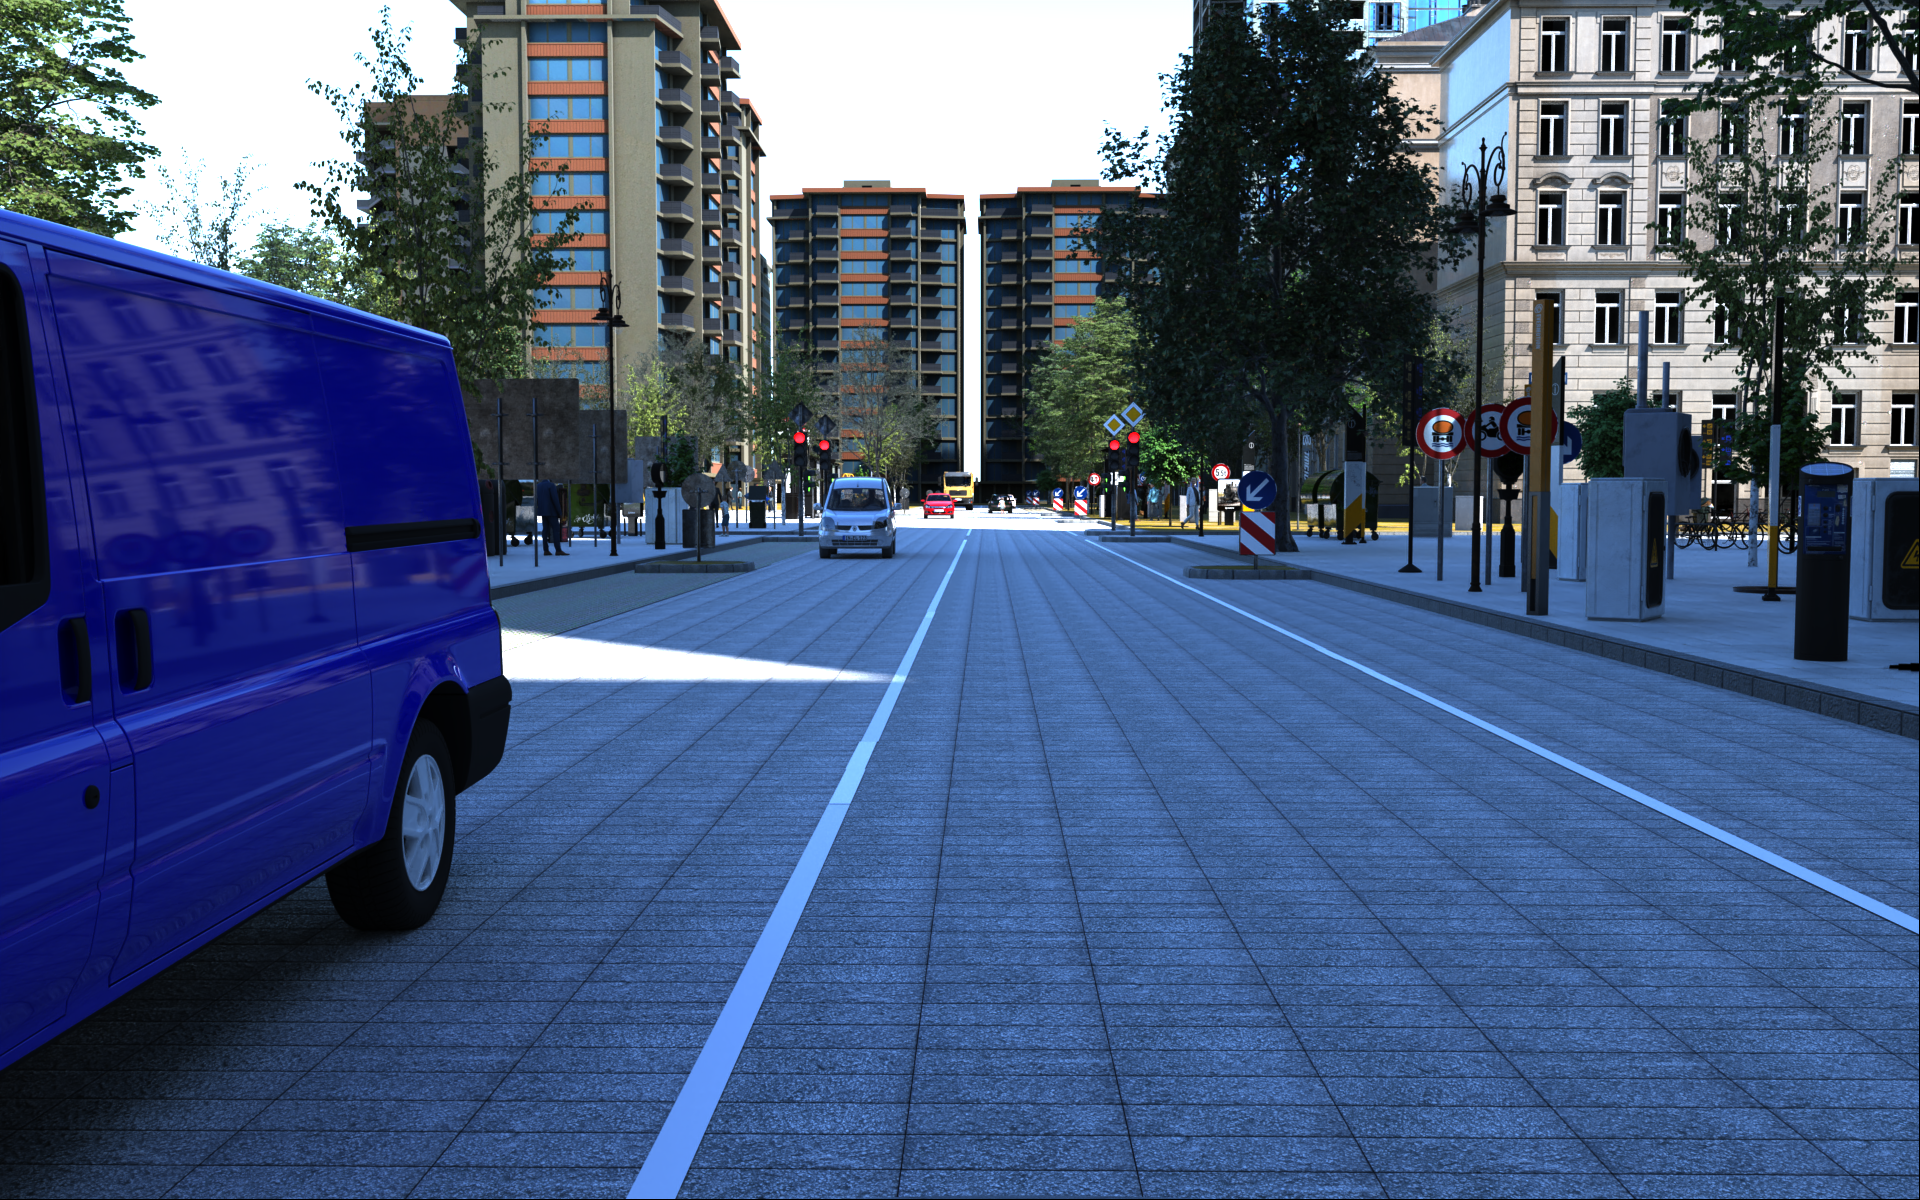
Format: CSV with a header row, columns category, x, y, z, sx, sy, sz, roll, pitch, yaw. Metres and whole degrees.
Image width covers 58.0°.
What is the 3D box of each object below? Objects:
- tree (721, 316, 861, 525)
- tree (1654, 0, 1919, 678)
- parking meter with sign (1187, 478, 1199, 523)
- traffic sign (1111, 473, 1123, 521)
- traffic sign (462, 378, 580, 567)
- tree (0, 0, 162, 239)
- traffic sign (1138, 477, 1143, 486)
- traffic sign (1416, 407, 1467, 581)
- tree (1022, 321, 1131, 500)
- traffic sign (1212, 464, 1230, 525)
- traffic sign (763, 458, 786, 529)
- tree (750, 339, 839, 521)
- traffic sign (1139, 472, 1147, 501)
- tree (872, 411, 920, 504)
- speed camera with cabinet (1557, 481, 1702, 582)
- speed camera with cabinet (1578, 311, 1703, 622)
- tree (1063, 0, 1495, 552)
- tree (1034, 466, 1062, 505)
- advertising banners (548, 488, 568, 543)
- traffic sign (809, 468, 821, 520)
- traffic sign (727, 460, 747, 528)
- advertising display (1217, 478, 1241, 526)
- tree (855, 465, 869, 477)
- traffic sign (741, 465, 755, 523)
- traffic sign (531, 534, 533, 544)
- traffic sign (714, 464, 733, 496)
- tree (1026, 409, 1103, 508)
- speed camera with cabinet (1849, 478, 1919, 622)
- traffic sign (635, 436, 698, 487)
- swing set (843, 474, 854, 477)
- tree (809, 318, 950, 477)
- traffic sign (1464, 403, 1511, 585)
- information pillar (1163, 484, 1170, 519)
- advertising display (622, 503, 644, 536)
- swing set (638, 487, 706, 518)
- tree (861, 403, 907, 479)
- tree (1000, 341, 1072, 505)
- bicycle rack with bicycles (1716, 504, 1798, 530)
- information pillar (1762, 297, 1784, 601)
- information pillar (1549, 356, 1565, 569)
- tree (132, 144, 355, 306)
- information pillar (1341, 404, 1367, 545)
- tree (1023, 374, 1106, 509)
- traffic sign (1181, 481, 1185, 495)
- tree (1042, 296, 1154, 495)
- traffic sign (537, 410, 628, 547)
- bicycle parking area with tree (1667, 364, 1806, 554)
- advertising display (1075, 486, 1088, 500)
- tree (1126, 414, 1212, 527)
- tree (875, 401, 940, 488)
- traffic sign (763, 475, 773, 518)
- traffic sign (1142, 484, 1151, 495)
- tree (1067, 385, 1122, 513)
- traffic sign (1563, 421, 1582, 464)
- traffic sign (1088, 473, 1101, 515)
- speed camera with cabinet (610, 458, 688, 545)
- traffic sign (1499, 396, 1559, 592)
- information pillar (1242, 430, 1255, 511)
category,x,y,z,sx,sy,sz,roll,pitch,yaw
tree,-7.406,-7.372,70.887,4.737,8.622,4.395,0,3,0
tree,7.394,-5.267,11.879,9.928,11.665,9.643,0,3,0
parking meter with sign,10.326,-4.905,76.464,0.543,3.016,1.738,0,4,0
traffic sign,7.332,-4.820,80.938,0.606,2.300,0.079,1,4,9
traffic sign,-7.816,-2.246,30.589,2.265,3.308,0.079,0,4,7
tree,-16.709,-6.702,27.702,7.486,12.596,7.792,0,3,0
traffic sign,12.281,-7.336,119.947,0.884,2.594,0.081,1,4,9
traffic sign,7.115,-1.559,25.600,0.768,2.556,0.104,1,4,10
tree,8.855,-13.369,125.231,9.857,13.997,8.962,0,3,0
traffic sign,10.866,-4.408,72.179,0.768,2.556,0.104,1,4,9
traffic sign,-6.776,-3.868,63.240,0.884,2.594,0.081,1,4,8
tree,-7.558,-8.031,81.670,4.360,8.622,3.978,0,3,0
traffic sign,9.821,-5.571,91.184,0.768,2.556,0.104,0,4,4
tree,-5.592,-12.142,148.883,4.360,8.622,3.978,0,3,0
speed camera with cabinet,9.946,-1.918,25.691,2.038,3.252,0.660,-1,4,-13
speed camera with cabinet,7.157,-1.457,18.160,0.660,3.252,2.038,2,4,35
tree,7.145,-7.435,38.572,9.611,12.733,9.660,0,3,0
tree,10.107,-13.310,201.334,4.285,4.588,4.351,0,3,0
advertising banners,-10.574,-3.052,46.083,0.090,3.025,2.074,1,4,10
traffic sign,-7.247,-5.215,85.367,0.768,2.556,0.104,0,4,2
traffic sign,-8.450,-4.005,65.584,0.768,2.556,0.104,0,4,2
advertising display,10.983,-4.003,70.660,0.974,1.923,0.123,0,4,4
tree,-6.664,-7.327,114.403,1.663,3.219,1.824,0,3,0
traffic sign,-9.486,-4.699,76.935,0.768,2.556,0.104,1,4,9
traffic sign,-10.939,-2.692,44.115,0.768,2.556,0.104,0,4,4
traffic sign,-10.196,-4.559,74.536,0.884,2.594,0.081,0,4,5
tree,10.036,-13.543,155.832,8.767,10.594,7.601,0,4,7
speed camera with cabinet,10.128,-1.413,17.432,2.038,3.252,0.660,0,4,5
traffic sign,-10.349,-4.111,61.088,2.265,3.308,0.079,0,4,5
swing set,-8.577,-8.314,133.561,2.862,2.851,3.119,0,4,6
tree,-5.932,-12.915,121.531,12.009,13.543,11.850,0,3,0
traffic sign,7.463,-1.486,24.399,0.768,2.556,0.104,0,4,4
information pillar,10.766,-6.034,90.015,0.183,3.616,0.504,-1,4,-18
advertising display,-9.985,-2.911,52.815,0.974,1.923,0.123,3,5,45
swing set,-12.717,-4.859,77.064,2.862,2.851,3.119,0,4,3
tree,-6.259,-11.526,138.811,4.737,8.622,4.395,0,3,0
tree,11.292,-21.776,211.921,12.611,20.169,13.585,0,3,0
bicycle rack with bicycles,28.912,-2.956,61.705,2.852,0.926,2.925,-2,4,-34
information pillar,9.813,-1.804,20.854,0.183,3.616,0.504,1,4,22
information pillar,10.160,-2.344,29.684,0.183,3.616,0.504,-1,4,-20
tree,-15.601,-5.318,37.308,4.360,8.622,3.978,0,3,0
information pillar,10.001,-3.225,44.079,0.504,3.616,0.183,-1,4,-18
tree,9.129,-13.380,144.523,9.928,11.665,9.643,0,3,0
traffic sign,11.531,-5.507,90.142,0.768,2.556,0.104,0,4,6
tree,8.736,-11.026,98.397,7.486,12.596,7.792,0,3,0
traffic sign,-9.159,-2.941,41.963,2.265,3.308,0.079,0,4,8
bicycle parking area with tree,20.693,-3.187,39.102,8.231,4.147,9.016,-1,4,-8
advertising display,9.397,-7.893,134.262,0.974,1.923,0.123,1,4,17
tree,8.162,-5.141,67.775,4.285,4.588,4.351,0,3,0
tree,-5.734,-15.849,184.885,9.928,11.665,9.643,0,3,0
traffic sign,-10.312,-5.586,93.466,0.606,2.300,0.079,1,4,9
traffic sign,12.287,-6.890,112.656,0.884,2.594,0.081,1,4,9
tree,8.798,-10.165,116.559,4.737,8.622,4.395,0,3,0
traffic sign,10.380,-1.833,30.079,0.768,2.556,0.104,0,4,8
traffic sign,8.086,-6.376,104.352,0.768,2.556,0.104,0,4,3
speed camera with cabinet,-7.975,-3.065,44.444,2.038,3.252,0.660,2,4,24
traffic sign,7.402,-1.378,22.639,0.768,2.556,0.104,0,4,3
information pillar,10.616,-4.423,63.671,0.504,3.616,0.183,-1,4,-22
